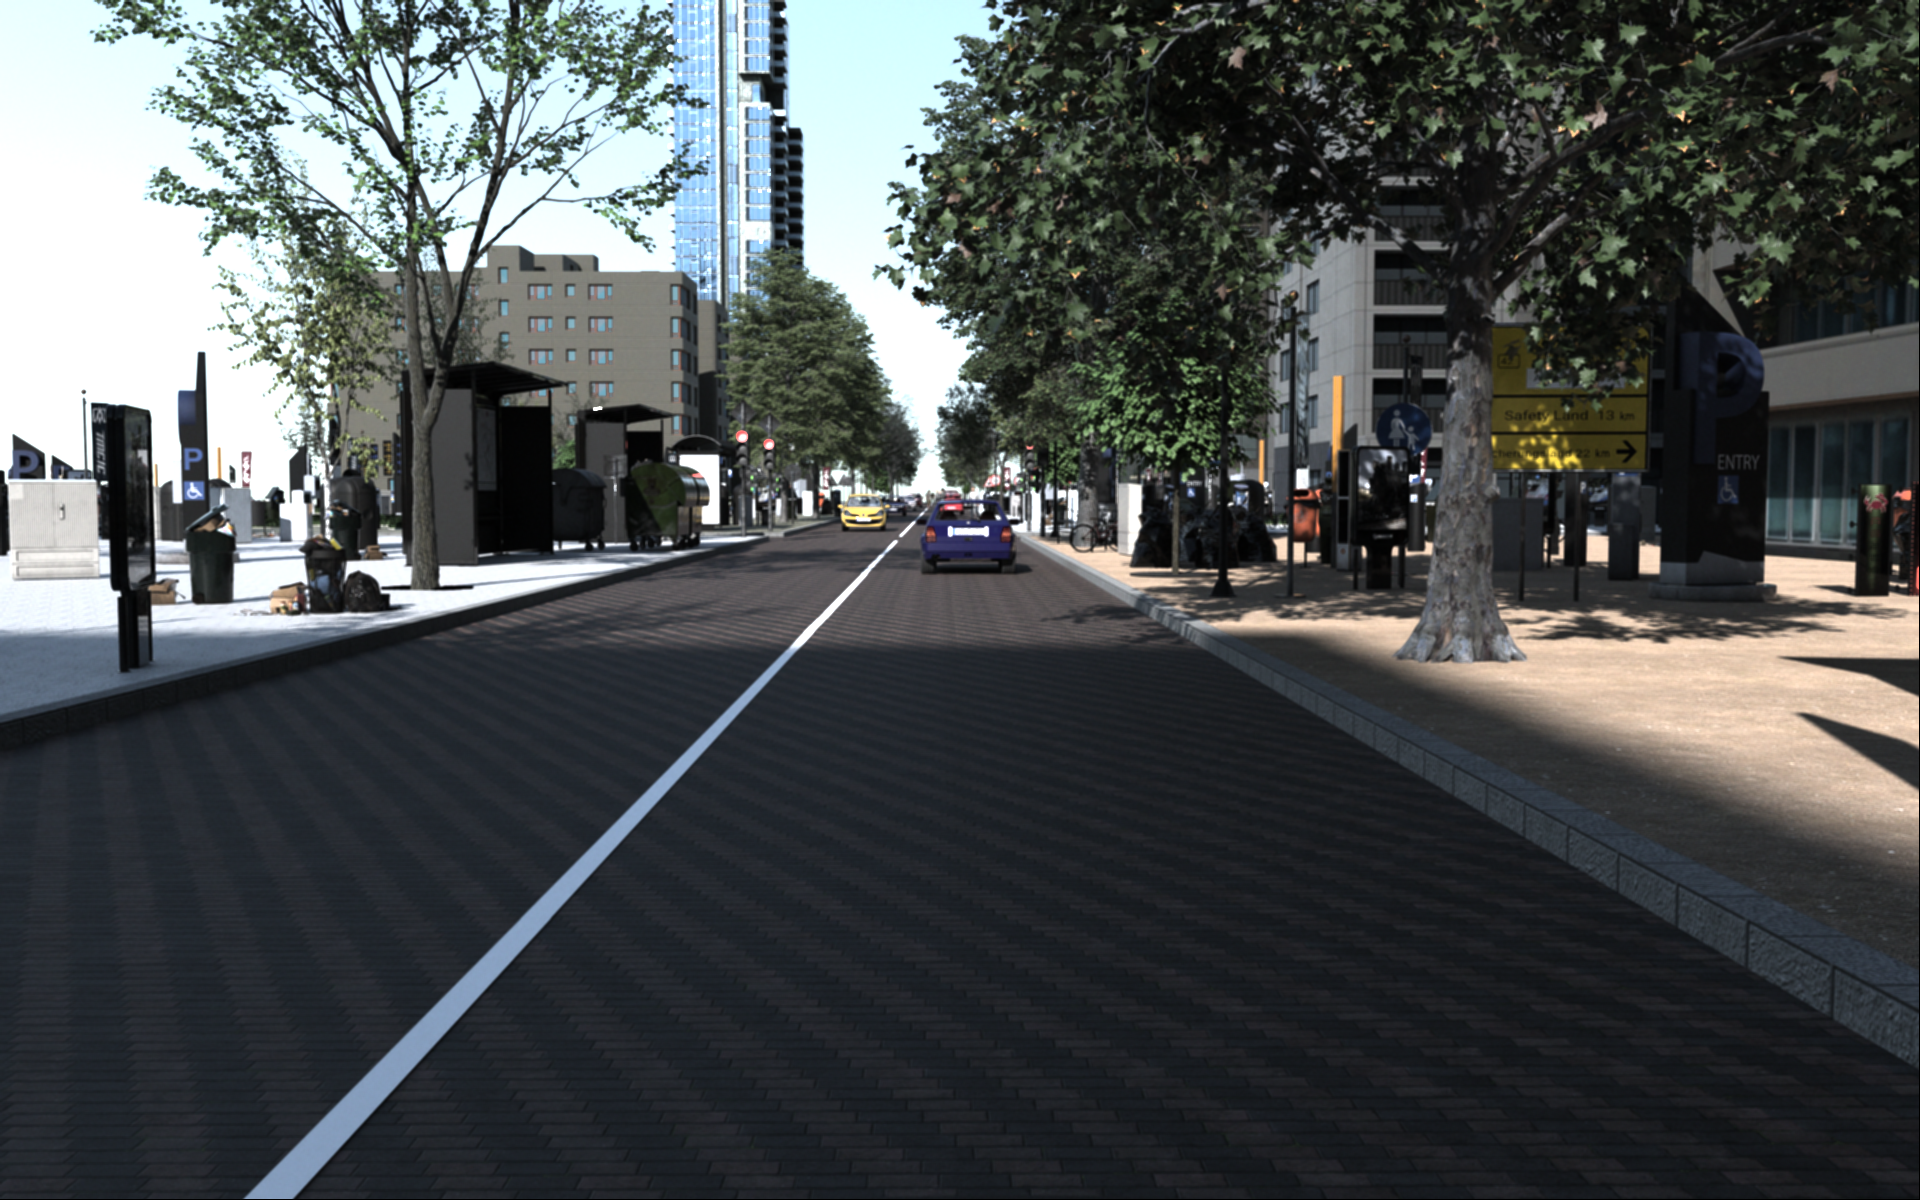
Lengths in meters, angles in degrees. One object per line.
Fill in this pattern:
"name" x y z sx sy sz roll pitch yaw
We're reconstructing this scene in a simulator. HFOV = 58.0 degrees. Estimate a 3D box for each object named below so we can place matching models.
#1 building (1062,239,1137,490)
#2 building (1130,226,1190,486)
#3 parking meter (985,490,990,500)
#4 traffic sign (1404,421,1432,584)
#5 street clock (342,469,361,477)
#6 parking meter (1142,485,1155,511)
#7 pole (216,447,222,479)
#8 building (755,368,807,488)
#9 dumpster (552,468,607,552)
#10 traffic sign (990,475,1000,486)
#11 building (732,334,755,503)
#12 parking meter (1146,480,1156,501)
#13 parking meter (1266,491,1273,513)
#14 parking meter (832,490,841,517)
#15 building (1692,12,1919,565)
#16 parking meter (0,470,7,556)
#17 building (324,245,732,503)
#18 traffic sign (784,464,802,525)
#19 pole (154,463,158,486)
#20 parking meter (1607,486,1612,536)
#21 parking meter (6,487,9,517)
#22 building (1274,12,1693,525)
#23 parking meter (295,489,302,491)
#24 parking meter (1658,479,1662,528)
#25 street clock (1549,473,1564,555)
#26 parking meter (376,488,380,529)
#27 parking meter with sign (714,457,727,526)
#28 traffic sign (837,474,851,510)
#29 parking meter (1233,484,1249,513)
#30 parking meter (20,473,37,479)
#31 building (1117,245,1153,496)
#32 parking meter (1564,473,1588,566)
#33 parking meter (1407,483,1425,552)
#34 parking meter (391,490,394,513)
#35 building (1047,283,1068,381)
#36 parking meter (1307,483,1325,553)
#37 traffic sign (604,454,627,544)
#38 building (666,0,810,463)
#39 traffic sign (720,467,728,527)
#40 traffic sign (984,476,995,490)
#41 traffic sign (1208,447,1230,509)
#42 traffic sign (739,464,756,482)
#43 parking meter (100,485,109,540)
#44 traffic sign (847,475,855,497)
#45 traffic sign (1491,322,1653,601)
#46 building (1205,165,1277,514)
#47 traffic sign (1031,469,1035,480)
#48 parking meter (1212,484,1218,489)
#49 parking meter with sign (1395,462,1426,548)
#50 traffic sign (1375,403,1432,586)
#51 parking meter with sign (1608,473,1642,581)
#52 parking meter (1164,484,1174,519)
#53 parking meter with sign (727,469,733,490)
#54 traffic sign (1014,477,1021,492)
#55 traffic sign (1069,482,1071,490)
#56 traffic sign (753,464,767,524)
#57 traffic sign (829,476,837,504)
"building" 26.678 -38.928 256.086 23.786 49.044 30.456 0 4 -1
"building" 27.148 -30.328 150.489 22.147 44.769 28.867 0 4 -1
"parking meter" 1.848 -6.648 117.109 0.372 1.533 0.369 0 3 0
"traffic sign" 6.341 -1.508 24.765 0.768 2.556 0.104 0 4 6
"street clock" -17.608 -2.789 50.174 0.471 2.002 0.358 1 4 13
"parking meter" 5.299 -2.469 48.783 0.372 1.533 0.369 0 3 0
"pole" -31.886 -4.939 74.600 0.158 3.312 0.155 0 3 0
"building" -36.582 -24.561 246.603 27.650 21.520 28.899 0 4 -1
"dumpster" -8.788 -2.048 39.248 1.264 1.857 1.865 0 4 -1
"traffic sign" 2.303 -6.885 112.673 0.768 2.556 0.104 0 4 0
"building" -36.737 -20.345 177.688 27.650 21.520 28.899 0 4 -1
"parking meter" 8.133 -4.164 73.791 0.399 1.863 0.255 -2 4 -25
"parking meter" 18.025 -5.651 100.798 0.372 1.533 0.369 0 3 0
"parking meter" -6.886 -5.449 97.495 0.372 1.533 0.369 0 3 0
"building" 26.596 -24.603 25.959 21.300 48.544 21.600 0 4 -1
"parking meter" -20.043 -1.852 35.985 0.399 1.863 0.255 0 4 -3
"building" -35.482 -18.582 148.848 27.650 21.520 28.899 0 4 -1
"traffic sign" -7.005 -4.429 72.528 0.768 2.556 0.104 0 4 6
"pole" -53.218 -7.393 114.717 0.158 3.312 0.155 0 3 0
"parking meter" 19.822 -2.697 52.508 0.372 1.533 0.369 0 3 0
"parking meter" -27.726 -2.570 50.427 0.372 1.533 0.369 0 3 0
"building" 27.036 -39.268 80.281 20.611 71.187 20.563 0 4 -1
"parking meter" -34.959 -5.083 91.516 0.372 1.533 0.369 0 3 0
"parking meter" 26.752 -3.671 65.729 0.255 1.863 0.399 -2 4 -33
"street clock" 12.550 -1.955 36.541 0.358 2.002 0.471 1 4 12
"parking meter" -21.414 -3.361 63.355 0.372 1.533 0.369 0 3 0
"parking meter with sign" -10.125 -4.430 68.695 0.543 3.016 1.738 2 4 30
"traffic sign" -7.283 -6.647 108.683 0.884 2.594 0.081 0 4 5
"parking meter" 6.841 -2.064 42.161 0.372 1.533 0.369 0 3 0
"parking meter" -25.568 -2.562 47.596 0.255 1.863 0.399 2 4 26
"building" 26.976 -53.037 179.823 22.319 86.520 31.000 0 4 -1
"parking meter" 10.958 -1.534 30.795 0.399 1.863 0.255 -3 5 -40
"parking meter" 10.218 -1.858 38.789 0.372 1.533 0.369 0 3 0
"parking meter" -30.837 -5.266 94.511 0.372 1.533 0.369 0 3 0
"building" 24.630 -40.304 282.667 21.300 48.544 21.600 0 4 -1
"parking meter" 7.791 -1.805 37.929 0.372 1.533 0.369 0 3 0
"traffic sign" -8.846 -2.590 44.475 0.606 2.300 0.079 0 4 4
"building" -34.833 -58.883 275.414 22.319 86.520 31.000 0 4 -1
"traffic sign" -9.189 -3.937 66.493 0.606 2.300 0.079 0 4 5
"traffic sign" 2.116 -7.541 123.291 0.884 2.594 0.081 0 4 3
"traffic sign" 5.110 -2.157 35.366 0.768 2.556 0.104 0 4 6
"traffic sign" -8.885 -4.435 72.614 0.768 2.556 0.104 1 4 9
"parking meter" -23.973 -2.466 48.732 0.372 1.533 0.369 0 3 0
"traffic sign" -7.506 -7.129 116.564 0.884 2.594 0.081 0 4 0
"traffic sign" 7.057 -1.638 20.653 2.265 3.308 0.079 0 4 4
"building" 22.216 -20.888 113.215 14.160 30.474 14.107 0 4 -1
"traffic sign" 3.669 -4.920 80.541 0.768 2.556 0.104 0 4 3
"parking meter" 14.800 -5.804 100.612 0.399 1.863 0.255 1 4 23
"parking meter with sign" 10.786 -2.782 41.751 0.543 3.016 1.738 0 4 -5
"traffic sign" 6.190 -1.476 24.243 0.768 2.556 0.104 1 4 8
"parking meter with sign" 10.126 -1.842 26.376 0.543 3.016 1.738 1 4 21
"parking meter" 5.361 -2.170 43.885 0.372 1.533 0.369 0 3 0
"parking meter with sign" -16.607 -7.680 121.836 0.543 3.016 1.738 1 4 18
"traffic sign" 4.124 -7.321 119.806 0.768 2.556 0.104 0 4 4
"traffic sign" 5.305 -5.098 83.451 0.768 2.556 0.104 0 4 4
"traffic sign" -8.650 -4.555 74.482 0.884 2.594 0.081 0 3 0
"traffic sign" -8.902 -7.358 120.314 0.884 2.594 0.081 0 4 4
